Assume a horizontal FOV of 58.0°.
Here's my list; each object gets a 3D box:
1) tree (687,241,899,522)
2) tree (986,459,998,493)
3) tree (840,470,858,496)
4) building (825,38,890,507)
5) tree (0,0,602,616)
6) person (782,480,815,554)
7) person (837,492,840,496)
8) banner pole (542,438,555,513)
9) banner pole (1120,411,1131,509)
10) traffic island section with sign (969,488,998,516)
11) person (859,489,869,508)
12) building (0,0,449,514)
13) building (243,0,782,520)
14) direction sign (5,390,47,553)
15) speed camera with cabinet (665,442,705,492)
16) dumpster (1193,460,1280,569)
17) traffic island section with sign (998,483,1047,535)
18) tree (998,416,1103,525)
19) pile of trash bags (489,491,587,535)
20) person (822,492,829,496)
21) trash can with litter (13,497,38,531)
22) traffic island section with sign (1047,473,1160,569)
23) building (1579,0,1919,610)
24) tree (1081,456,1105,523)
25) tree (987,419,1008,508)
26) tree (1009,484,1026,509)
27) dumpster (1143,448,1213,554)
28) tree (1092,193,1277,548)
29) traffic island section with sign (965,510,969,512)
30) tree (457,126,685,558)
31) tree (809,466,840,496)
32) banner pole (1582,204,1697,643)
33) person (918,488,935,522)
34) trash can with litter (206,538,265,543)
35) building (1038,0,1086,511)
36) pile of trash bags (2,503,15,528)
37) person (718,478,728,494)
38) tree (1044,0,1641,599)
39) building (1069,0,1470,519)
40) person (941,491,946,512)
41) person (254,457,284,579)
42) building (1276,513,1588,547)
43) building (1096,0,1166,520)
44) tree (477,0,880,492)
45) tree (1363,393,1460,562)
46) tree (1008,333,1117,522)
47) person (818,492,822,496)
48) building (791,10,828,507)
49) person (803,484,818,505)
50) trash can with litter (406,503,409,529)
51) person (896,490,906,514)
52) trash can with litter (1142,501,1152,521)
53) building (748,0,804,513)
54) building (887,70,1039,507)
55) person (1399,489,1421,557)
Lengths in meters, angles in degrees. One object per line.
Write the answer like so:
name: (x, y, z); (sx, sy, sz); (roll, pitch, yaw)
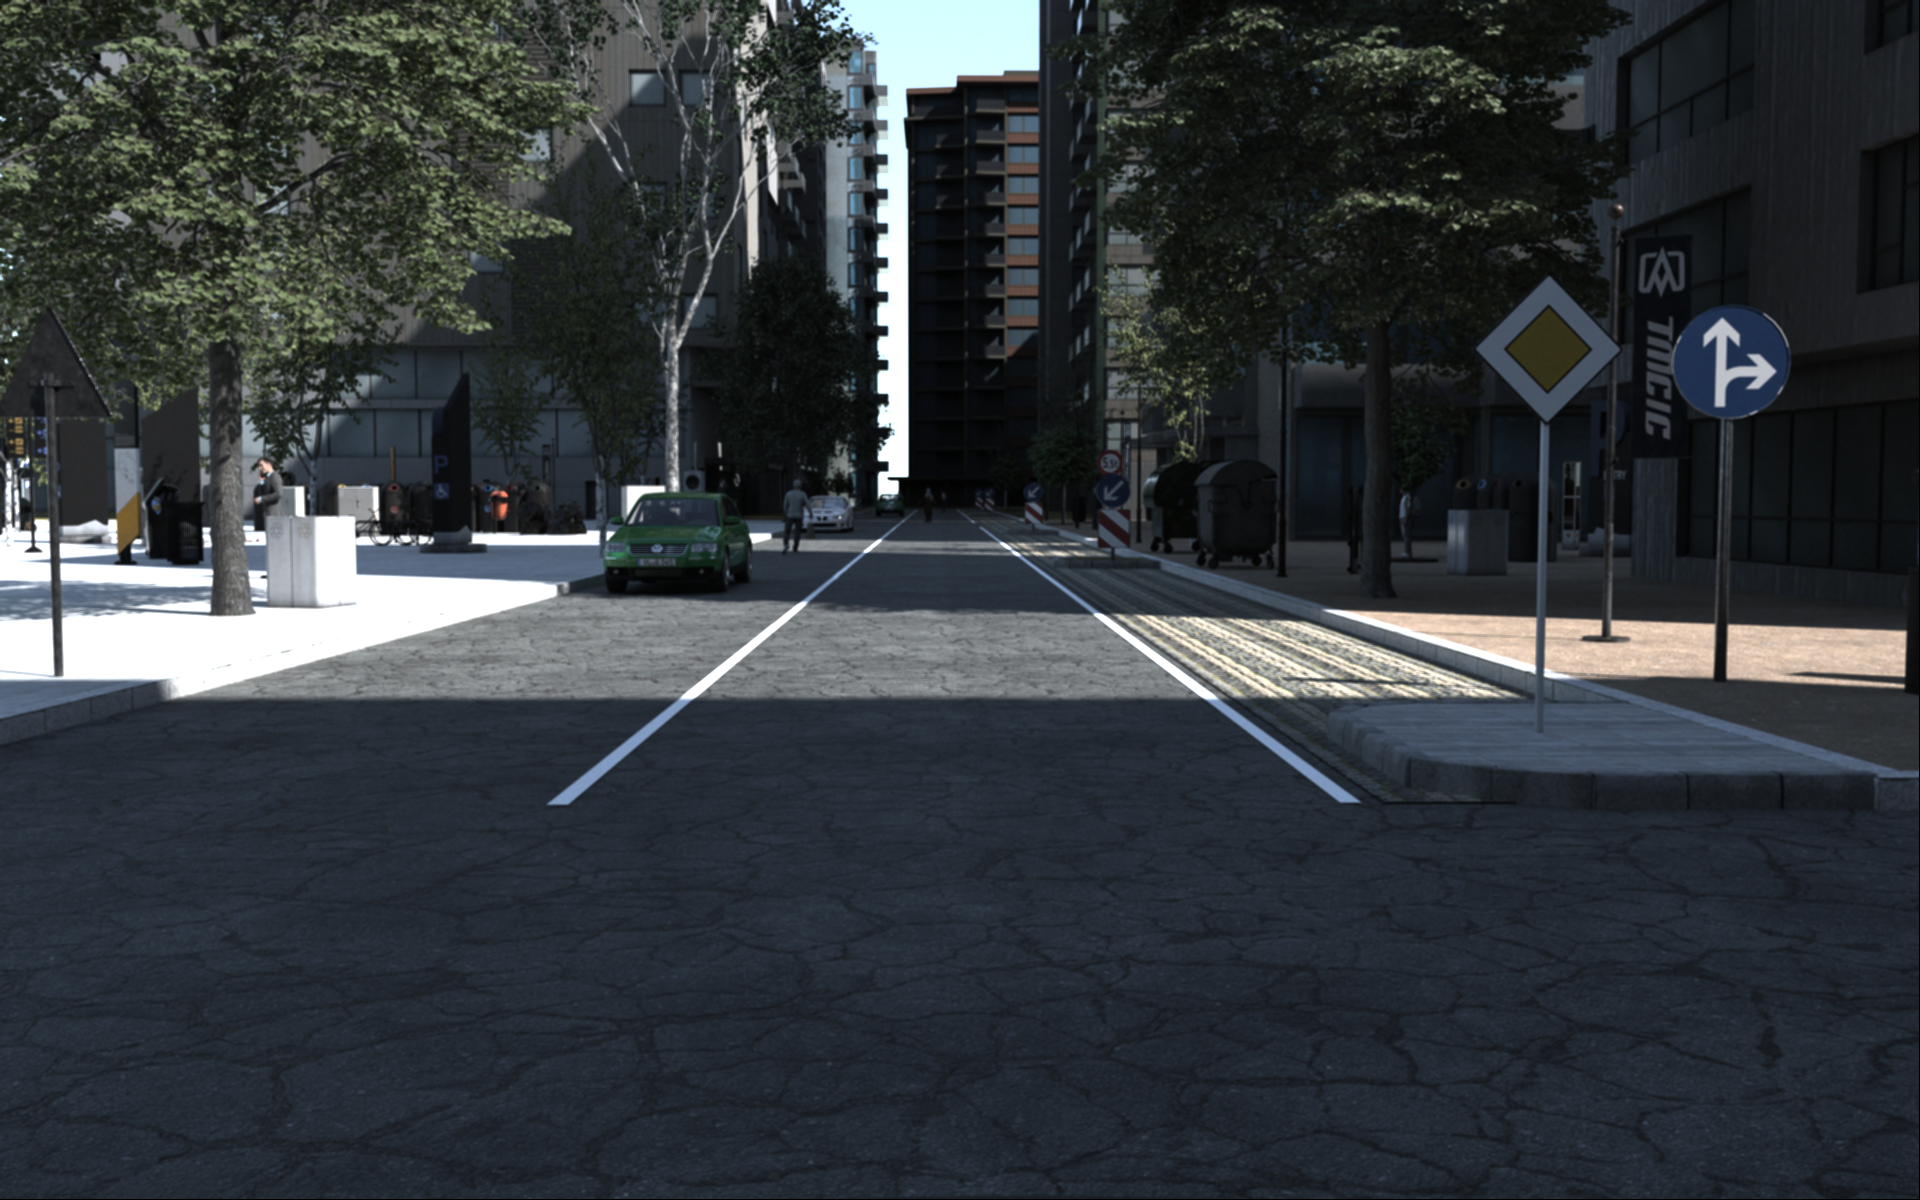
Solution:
tree: (-7.663, -9.903, 78.927); (9.611, 12.733, 9.660); (0, 3, 0)
tree: (3.634, -9.027, 131.309); (4.285, 4.588, 4.351); (0, 3, 0)
tree: (-7.952, -7.370, 115.097); (1.663, 3.219, 1.824); (0, 3, 0)
building: (-22.646, -34.414, 182.278); (30.456, 49.044, 23.786); (0, 4, -1)
tree: (-7.362, -6.094, 17.759); (7.486, 12.596, 7.792); (0, 3, 0)
person: (-3.829, -1.971, 41.215); (0.782, 1.767, 0.515); (0, 4, 4)
person: (-11.195, -9.332, 158.711); (0.705, 1.814, 1.350); (0, 4, -4)
banner pole: (-18.328, -5.343, 77.376); (0.401, 3.779, 0.863); (3, 4, 36)
banner pole: (4.938, -3.781, 51.829); (0.401, 3.779, 0.863); (-1, 4, -19)
traffic island section with sign: (1.750, -6.265, 111.054); (1.989, 1.847, 2.006); (0, 4, -1)
person: (-8.866, -9.320, 159.108); (1.217, 1.739, 0.721); (3, 5, 39)
building: (-60.266, -33.778, 141.514); (27.495, 52.752, 28.713); (0, 4, -1)
building: (-24.645, -31.050, 96.903); (28.713, 52.752, 27.495); (0, 4, -1)
direction sign: (-20.323, -2.807, 37.886); (0.876, 3.537, 0.379); (-2, 4, -25)
speed camera with cabinet: (-10.759, -4.374, 65.855); (2.038, 3.252, 0.660); (0, 4, 8)
dumpster: (4.816, -1.491, 30.142); (1.264, 1.857, 1.865); (0, 4, -1)
traffic island section with sign: (2.445, -3.204, 61.010); (1.989, 1.847, 2.006); (0, 4, -1)
tree: (4.419, -5.458, 72.955); (4.285, 4.588, 4.351); (0, 3, 0)
pile of trash bags: (-13.589, -2.789, 55.356); (3.447, 1.369, 1.912); (1, 4, 22)
person: (-10.267, -7.638, 131.843); (0.541, 1.710, 0.530); (2, 4, 24)
trash can with litter: (-32.602, -3.007, 60.545); (1.055, 1.170, 0.624); (2, 4, 35)
traffic island section with sign: (2.819, -1.546, 33.905); (1.989, 1.847, 2.006); (0, 4, -1)
building: (16.468, -15.139, 19.229); (14.107, 30.474, 14.160); (0, 4, -1)
tree: (5.879, -5.012, 76.547); (1.663, 3.219, 1.824); (0, 3, 0)
tree: (4.306, -12.948, 162.062); (4.360, 8.622, 3.978); (0, 3, 0)
tree: (4.471, -9.181, 144.706); (1.663, 3.219, 1.824); (0, 3, 0)
dumpster: (4.856, -2.161, 37.818); (1.502, 2.255, 1.985); (0, 4, -1)
tree: (5.305, -5.538, 40.917); (4.737, 8.622, 4.395); (0, 3, 0)
traffic island section with sign: (1.391, -7.913, 138.006); (1.989, 1.847, 2.006); (0, 4, -1)
tree: (-7.303, -5.140, 34.398); (4.737, 8.622, 4.395); (0, 3, 0)
tree: (-9.181, -7.197, 112.272); (1.663, 3.219, 1.824); (0, 3, 0)
banner pole: (5.848, -1.523, 14.914); (0.863, 3.779, 0.401); (2, 4, 33)
person: (-1.715, -4.956, 90.255); (0.721, 1.736, 1.217); (3, 5, 41)
trash can with litter: (-19.194, -2.146, 46.140); (1.678, 1.210, 2.233); (0, 4, -8)
building: (16.967, -36.738, 142.666); (21.231, 58.520, 28.212); (0, 4, -1)
pile of trash bags: (-36.936, -3.354, 64.582); (1.912, 1.369, 3.447); (1, 4, 20)
person: (-9.310, -3.839, 68.180); (0.474, 1.900, 0.648); (-1, 4, -16)
tree: (4.774, -6.296, 21.062); (7.486, 12.596, 7.792); (0, 3, 0)
building: (18.896, -30.220, 113.699); (23.786, 49.044, 30.456); (0, 4, -1)
person: (-1.364, -7.737, 135.932); (0.436, 1.711, 0.756); (2, 4, 28)
person: (-10.412, -1.238, 26.098); (0.447, 1.846, 0.655); (-2, 4, -34)
building: (18.271, -26.838, 58.409); (23.786, 49.044, 30.456); (0, 4, -1)
building: (14.122, -24.957, 91.641); (14.154, 41.232, 14.086); (0, 4, -1)
tree: (-6.864, -11.866, 49.901); (12.611, 20.169, 13.585); (0, 3, 0)
tree: (8.453, -2.345, 32.935); (1.663, 3.219, 1.824); (0, 3, 0)
tree: (5.034, -7.939, 80.171); (4.360, 8.622, 3.978); (0, 3, 0)
person: (-13.099, -9.472, 161.423); (1.217, 1.766, 0.721); (-1, 4, -21)
building: (-18.660, -28.494, 149.471); (14.086, 41.232, 14.154); (0, 4, -1)
person: (-8.068, -5.269, 92.333); (1.348, 1.807, 0.705); (-1, 4, -10)
trash can with litter: (-20.592, -3.241, 64.380); (1.055, 1.170, 0.624); (-1, 4, -15)
person: (-4.450, -7.093, 125.202); (1.217, 1.736, 0.721); (-2, 4, -32)
trash can with litter: (9.343, -4.406, 83.428); (1.055, 1.170, 0.624); (-2, 4, -34)
building: (-22.964, -30.970, 125.964); (23.786, 49.044, 30.456); (0, 4, -1)
building: (7.024, -32.257, 182.032); (28.867, 44.769, 22.147); (0, 4, -1)
person: (9.138, -1.639, 35.433); (0.523, 1.515, 0.503); (-2, 4, -28)
